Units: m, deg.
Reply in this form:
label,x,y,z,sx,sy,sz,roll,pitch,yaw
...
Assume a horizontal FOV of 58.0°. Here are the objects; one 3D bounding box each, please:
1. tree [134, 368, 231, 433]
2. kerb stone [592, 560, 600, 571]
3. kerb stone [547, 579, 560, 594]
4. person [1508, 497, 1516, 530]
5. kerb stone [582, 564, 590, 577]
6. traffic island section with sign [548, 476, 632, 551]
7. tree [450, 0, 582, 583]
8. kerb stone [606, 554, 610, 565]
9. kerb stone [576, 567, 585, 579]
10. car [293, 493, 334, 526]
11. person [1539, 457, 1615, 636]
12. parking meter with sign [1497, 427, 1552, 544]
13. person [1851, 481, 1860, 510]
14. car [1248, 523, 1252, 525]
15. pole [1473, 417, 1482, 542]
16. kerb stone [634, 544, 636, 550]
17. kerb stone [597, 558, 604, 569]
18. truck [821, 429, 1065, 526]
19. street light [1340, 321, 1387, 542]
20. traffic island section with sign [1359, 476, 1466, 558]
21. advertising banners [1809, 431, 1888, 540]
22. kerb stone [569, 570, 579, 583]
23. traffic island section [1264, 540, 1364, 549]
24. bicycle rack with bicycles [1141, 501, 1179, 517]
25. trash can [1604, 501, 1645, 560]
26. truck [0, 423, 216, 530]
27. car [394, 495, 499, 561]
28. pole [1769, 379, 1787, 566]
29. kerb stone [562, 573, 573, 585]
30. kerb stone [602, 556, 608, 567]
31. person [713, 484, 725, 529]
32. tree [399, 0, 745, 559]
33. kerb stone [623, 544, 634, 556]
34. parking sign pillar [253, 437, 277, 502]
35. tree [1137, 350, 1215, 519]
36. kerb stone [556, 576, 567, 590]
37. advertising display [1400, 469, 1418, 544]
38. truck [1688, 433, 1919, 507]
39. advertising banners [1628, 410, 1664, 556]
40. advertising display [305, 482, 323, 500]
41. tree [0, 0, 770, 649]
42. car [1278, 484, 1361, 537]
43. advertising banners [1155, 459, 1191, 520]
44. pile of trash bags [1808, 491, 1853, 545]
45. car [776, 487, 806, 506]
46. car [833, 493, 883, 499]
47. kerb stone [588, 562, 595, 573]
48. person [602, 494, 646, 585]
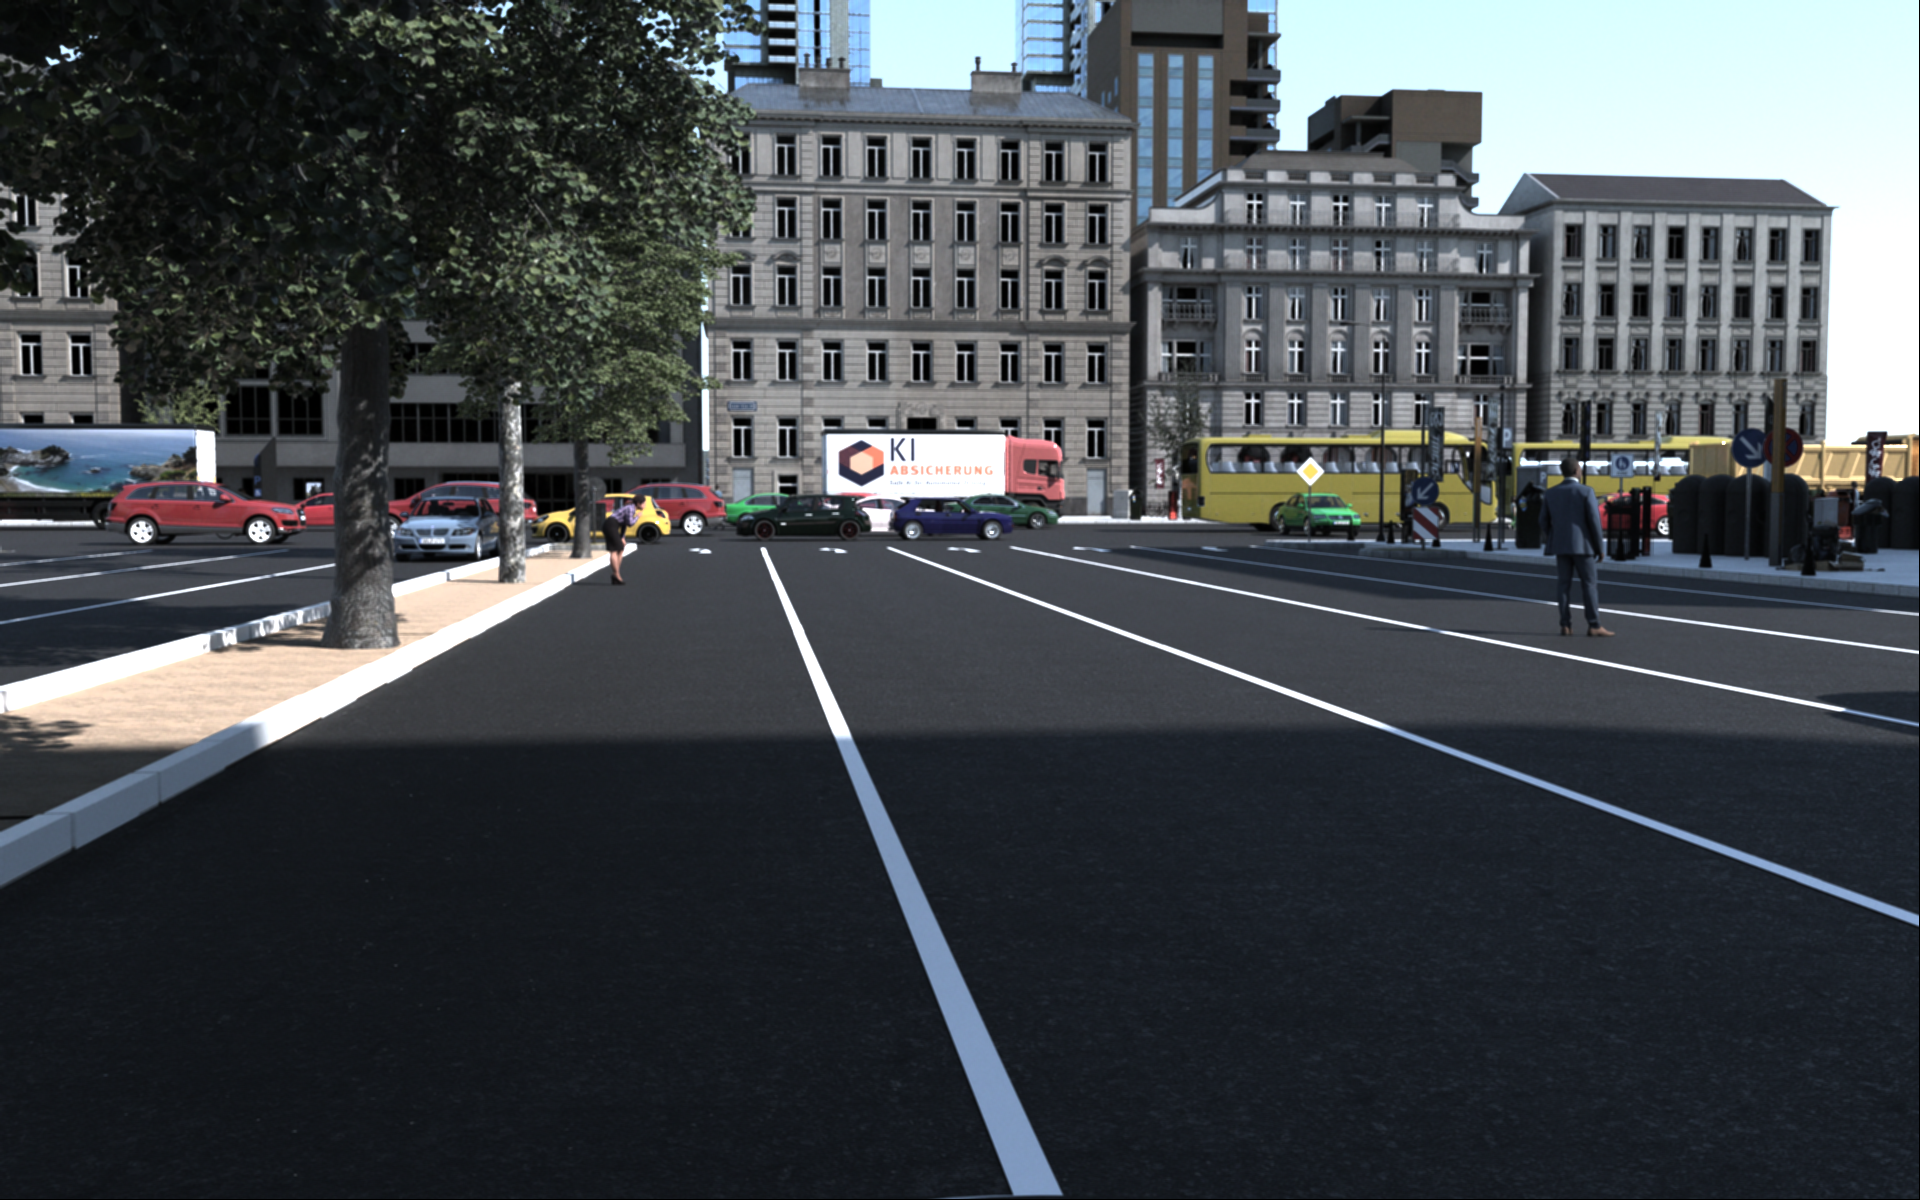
label,x,y,z,sx,sy,sz,roll,pitch,yaw
tree,-39.777,-8.472,88.872,4.737,8.622,4.395,0,3,0
kerb stone,-6.814,-0.601,32.020,0.120,0.150,1.000,0,4,-7
kerb stone,-5.895,-0.163,24.859,0.120,0.150,1.000,0,4,-7
person,22.023,-3.439,68.977,0.590,1.304,0.306,-2,4,-34
kerb stone,-6.543,-0.475,29.966,0.120,0.150,1.000,0,4,-7
traffic island section with sign,-9.452,-2.221,44.455,2.006,1.907,1.989,0,4,-7
tree,-8.535,-10.378,28.027,12.611,20.169,13.585,0,3,0
kerb stone,-7.191,-0.786,35.086,0.120,0.150,1.000,0,4,-7
kerb stone,-6.424,-0.411,28.943,0.120,0.150,1.000,0,4,-7
car,-24.814,-3.587,67.680,4.494,1.783,2.155,-1,4,-9
person,6.225,-0.540,17.516,0.721,1.800,0.419,3,4,36
parking meter with sign,14.769,-2.965,44.746,0.543,3.016,1.738,-3,4,-38
person,26.893,-2.659,51.996,0.581,1.822,0.654,-3,4,-38
car,14.285,-4.038,77.814,2.131,1.459,4.920,0,4,-7
pole,13.765,-3.195,46.082,0.158,3.312,0.155,0,3,0
kerb stone,-8.248,-1.290,43.290,0.120,0.150,1.000,0,4,-7
kerb stone,-6.942,-0.663,33.043,0.120,0.150,1.000,0,4,-7
truck,-0.420,-5.359,76.530,11.283,4.237,2.839,0,4,-8
street light,10.868,-4.533,46.660,1.470,5.913,1.316,0,4,-7
traffic island section with sign,10.270,-1.904,39.757,1.989,1.847,2.006,0,4,-7
advertising banners,24.674,-3.189,48.323,2.074,3.025,0.090,2,4,24
kerb stone,-6.289,-0.348,27.924,0.120,0.150,1.000,0,4,-7
traffic island section,9.415,-1.488,46.603,2.009,0.180,2.903,0,4,-7
bicycle rack with bicycles,11.608,-5.108,96.902,2.852,0.926,2.925,-2,4,-28
trash can,13.022,-1.366,33.984,0.748,1.137,0.748,0,3,0
truck,-36.135,-4.943,69.735,11.283,4.237,2.839,0,4,-6
car,-11.292,-1.618,38.461,2.014,1.417,4.499,0,4,-6
pole,14.506,-2.255,30.708,0.158,3.312,0.155,0,3,0
kerb stone,-6.168,-0.286,26.903,0.120,0.150,1.000,0,4,-7
kerb stone,-7.066,-0.726,34.064,0.120,0.150,1.000,0,4,-7
person,-9.837,-3.789,70.468,0.581,1.822,0.654,-3,4,-37
tree,-8.548,-7.210,38.468,7.486,12.596,7.792,0,3,0
kerb stone,-8.117,-1.228,42.266,0.120,0.150,1.000,0,4,-7
parking sign pillar,-32.599,-5.675,81.263,1.447,3.967,1.447,1,4,10
tree,11.305,-8.490,89.167,4.360,8.622,3.978,0,3,0
kerb stone,-6.028,-0.224,25.878,0.120,0.150,1.000,0,4,-7
advertising display,11.682,-2.437,45.066,0.123,1.923,0.974,2,4,34
truck,28.721,-3.674,56.001,9.791,3.379,3.469,0,4,-8
advertising banners,14.231,-2.428,35.880,0.090,3.025,2.074,3,4,38
advertising display,-33.683,-5.210,90.392,0.974,1.923,0.123,1,4,13
tree,-5.624,-6.530,15.880,9.857,13.997,8.962,0,3,0
car,12.405,-3.128,59.938,1.959,1.807,4.718,0,4,-7
advertising banners,10.601,-5.490,85.947,2.074,3.025,0.090,-1,4,-16
pile of trash bags,20.781,-2.062,43.473,3.447,1.369,1.912,-1,4,-12
car,-5.586,-3.203,62.162,2.009,1.686,4.222,0,4,-7
car,-4.699,-3.543,66.973,4.494,1.783,2.155,0,4,-7
kerb stone,-6.677,-0.538,30.990,0.120,0.150,1.000,0,4,-7
person,-5.303,-0.955,27.348,0.697,1.427,0.421,-1,4,-16
